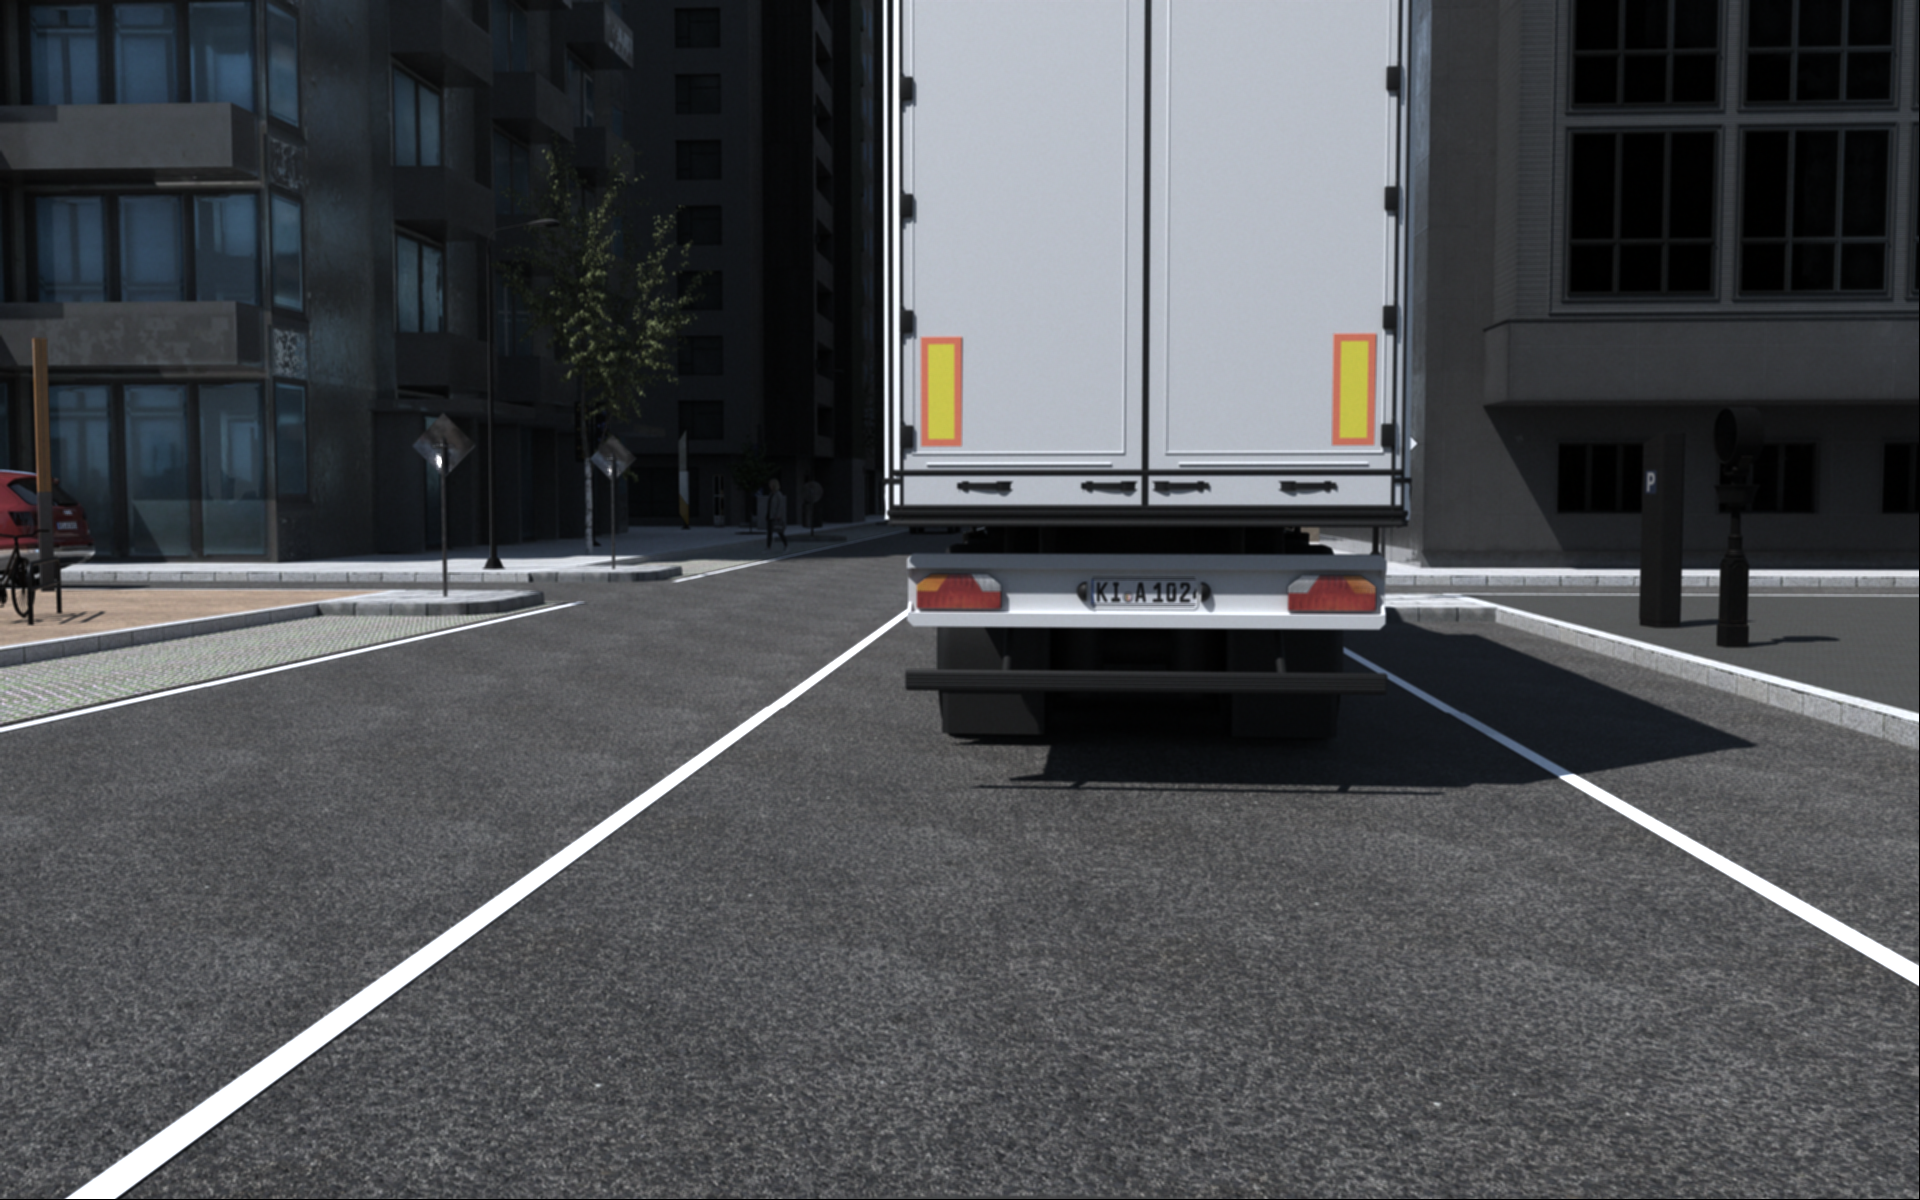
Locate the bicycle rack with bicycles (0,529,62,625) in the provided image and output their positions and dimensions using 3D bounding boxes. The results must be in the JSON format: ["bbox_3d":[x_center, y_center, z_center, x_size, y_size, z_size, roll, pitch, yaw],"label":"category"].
[{"bbox_3d":[-10.306,-0.240,17.300,2.852,0.926,2.925,-1,4,-18],"label":"bicycle rack with bicycles"}]

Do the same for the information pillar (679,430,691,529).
[{"bbox_3d":[-10.050,-4.387,63.082,0.504,3.616,0.183,3,5,45],"label":"information pillar"}]

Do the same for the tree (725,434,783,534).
[{"bbox_3d":[-6.826,-3.735,55.661,1.663,3.219,1.824,0,3,0],"label":"tree"}]

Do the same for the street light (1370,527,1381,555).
[{"bbox_3d":[7.290,-3.668,32.511,1.470,5.913,1.316,0,4,4],"label":"street light"}]

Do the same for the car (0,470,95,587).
[{"bbox_3d":[-15.744,-1.043,25.721,5.304,1.827,2.281,0,4,2],"label":"car"}]

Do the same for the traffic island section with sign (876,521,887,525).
[{"bbox_3d":[-2.769,-4.327,79.374,1.989,1.847,2.006,0,4,4],"label":"traffic island section with sign"}]

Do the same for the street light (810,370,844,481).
[{"bbox_3d":[-5.054,-5.657,65.034,1.470,5.913,1.316,0,4,4],"label":"street light"}]

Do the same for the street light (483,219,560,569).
[{"bbox_3d":[-7.450,-3.482,29.466,1.470,5.913,1.316,0,4,4],"label":"street light"}]

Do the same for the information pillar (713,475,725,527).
[{"bbox_3d":[-9.262,-3.796,66.561,0.304,2.012,0.304,2,4,25],"label":"information pillar"}]

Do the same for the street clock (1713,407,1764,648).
[{"bbox_3d":[6.495,-0.608,14.505,0.358,2.002,0.471,0,3,0],"label":"street clock"}]

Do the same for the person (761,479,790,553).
[{"bbox_3d":[-4.387,-2.010,41.550,0.728,1.800,0.709,-3,4,-36],"label":"person"}]

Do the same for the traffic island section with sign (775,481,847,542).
[{"bbox_3d":[-4.483,-2.682,52.473,1.989,1.847,2.006,0,4,4],"label":"traffic island section with sign"}]

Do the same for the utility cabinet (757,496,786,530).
[{"bbox_3d":[-6.759,-3.118,62.136,1.020,1.237,0.306,0,4,0],"label":"utility cabinet"}]

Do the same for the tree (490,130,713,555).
[{"bbox_3d":[-7.515,-5.237,35.985,4.737,8.622,4.395,0,3,0],"label":"tree"}]

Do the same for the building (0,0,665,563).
[{"bbox_3d":[-21.411,-25.958,44.027,23.786,49.044,30.456,0,4,4],"label":"building"}]

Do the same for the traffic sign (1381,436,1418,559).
[{"bbox_3d":[5.091,-1.051,20.827,0.795,2.450,0.064,0,4,4],"label":"traffic sign"}]

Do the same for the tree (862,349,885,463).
[{"bbox_3d":[-5.113,-8.284,85.800,4.360,8.622,3.978,0,3,0],"label":"tree"}]

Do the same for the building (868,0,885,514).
[{"bbox_3d":[-10.486,-26.188,111.771,14.154,41.232,14.086,0,4,4],"label":"building"}]

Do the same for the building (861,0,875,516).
[{"bbox_3d":[-12.444,-27.272,96.013,14.600,45.320,14.200,0,4,4],"label":"building"}]

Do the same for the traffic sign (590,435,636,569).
[{"bbox_3d":[-5.919,-1.585,29.551,0.795,2.450,0.064,0,4,4],"label":"traffic sign"}]

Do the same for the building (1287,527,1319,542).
[{"bbox_3d":[19.712,-15.753,62.081,19.350,26.468,34.151,0,4,4],"label":"building"}]

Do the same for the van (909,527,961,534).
[{"bbox_3d":[-0.899,-3.481,63.924,2.013,2.044,4.112,0,4,5],"label":"van"}]

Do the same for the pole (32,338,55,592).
[{"bbox_3d":[-12.050,-1.769,22.772,0.158,3.312,0.155,0,3,0],"label":"pole"}]

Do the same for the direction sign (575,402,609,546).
[{"bbox_3d":[-9.057,-3.101,42.699,0.876,3.537,0.379,-2,4,-35],"label":"direction sign"}]

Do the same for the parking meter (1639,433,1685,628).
[{"bbox_3d":[6.778,-0.674,16.733,0.255,1.863,0.399,0,4,-5],"label":"parking meter"}]

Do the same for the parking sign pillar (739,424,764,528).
[{"bbox_3d":[-7.774,-4.766,66.400,1.447,3.967,1.447,-1,4,-10],"label":"parking sign pillar"}]

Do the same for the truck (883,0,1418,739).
[{"bbox_3d":[1.349,-1.504,13.510,2.839,4.237,11.283,0,4,5],"label":"truck"}]

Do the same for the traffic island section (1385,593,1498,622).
[{"bbox_3d":[5.115,0.084,20.903,2.009,0.180,2.903,0,4,4],"label":"traffic island section"}]

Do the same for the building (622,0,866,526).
[{"bbox_3d":[-11.906,-18.506,74.275,14.160,30.474,14.107,0,4,4],"label":"building"}]

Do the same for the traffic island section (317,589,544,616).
[{"bbox_3d":[-6.453,0.039,21.645,2.009,0.180,2.903,0,4,4],"label":"traffic island section"}]

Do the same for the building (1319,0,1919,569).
[{"bbox_3d":[23.227,-13.129,33.731,30.058,24.678,14.314,0,4,4],"label":"building"}]

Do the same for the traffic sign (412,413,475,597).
[{"bbox_3d":[-6.429,-1.097,21.582,0.795,2.450,0.064,0,4,4],"label":"traffic sign"}]

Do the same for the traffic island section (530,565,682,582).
[{"bbox_3d":[-5.943,-0.449,29.614,2.009,0.180,2.903,0,4,4],"label":"traffic island section"}]
